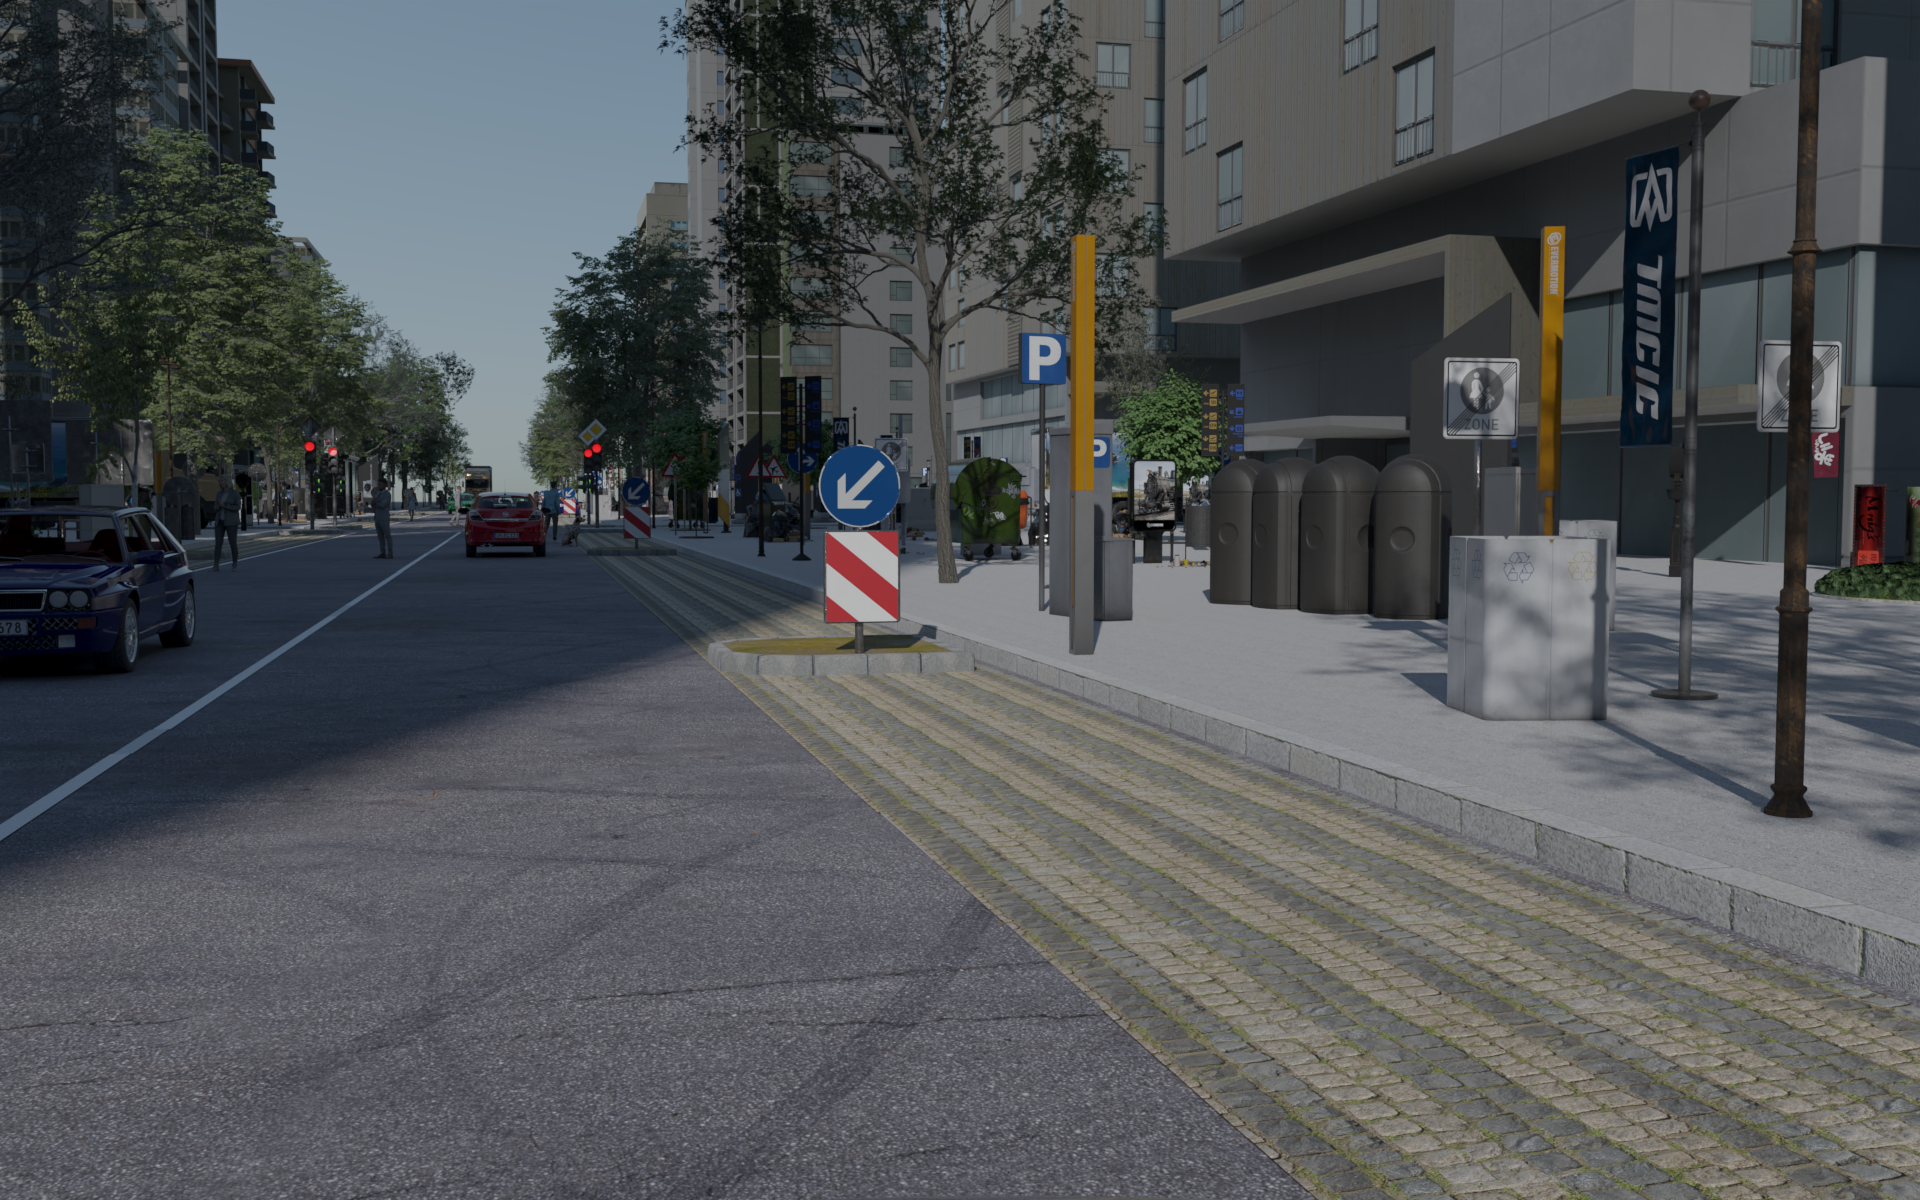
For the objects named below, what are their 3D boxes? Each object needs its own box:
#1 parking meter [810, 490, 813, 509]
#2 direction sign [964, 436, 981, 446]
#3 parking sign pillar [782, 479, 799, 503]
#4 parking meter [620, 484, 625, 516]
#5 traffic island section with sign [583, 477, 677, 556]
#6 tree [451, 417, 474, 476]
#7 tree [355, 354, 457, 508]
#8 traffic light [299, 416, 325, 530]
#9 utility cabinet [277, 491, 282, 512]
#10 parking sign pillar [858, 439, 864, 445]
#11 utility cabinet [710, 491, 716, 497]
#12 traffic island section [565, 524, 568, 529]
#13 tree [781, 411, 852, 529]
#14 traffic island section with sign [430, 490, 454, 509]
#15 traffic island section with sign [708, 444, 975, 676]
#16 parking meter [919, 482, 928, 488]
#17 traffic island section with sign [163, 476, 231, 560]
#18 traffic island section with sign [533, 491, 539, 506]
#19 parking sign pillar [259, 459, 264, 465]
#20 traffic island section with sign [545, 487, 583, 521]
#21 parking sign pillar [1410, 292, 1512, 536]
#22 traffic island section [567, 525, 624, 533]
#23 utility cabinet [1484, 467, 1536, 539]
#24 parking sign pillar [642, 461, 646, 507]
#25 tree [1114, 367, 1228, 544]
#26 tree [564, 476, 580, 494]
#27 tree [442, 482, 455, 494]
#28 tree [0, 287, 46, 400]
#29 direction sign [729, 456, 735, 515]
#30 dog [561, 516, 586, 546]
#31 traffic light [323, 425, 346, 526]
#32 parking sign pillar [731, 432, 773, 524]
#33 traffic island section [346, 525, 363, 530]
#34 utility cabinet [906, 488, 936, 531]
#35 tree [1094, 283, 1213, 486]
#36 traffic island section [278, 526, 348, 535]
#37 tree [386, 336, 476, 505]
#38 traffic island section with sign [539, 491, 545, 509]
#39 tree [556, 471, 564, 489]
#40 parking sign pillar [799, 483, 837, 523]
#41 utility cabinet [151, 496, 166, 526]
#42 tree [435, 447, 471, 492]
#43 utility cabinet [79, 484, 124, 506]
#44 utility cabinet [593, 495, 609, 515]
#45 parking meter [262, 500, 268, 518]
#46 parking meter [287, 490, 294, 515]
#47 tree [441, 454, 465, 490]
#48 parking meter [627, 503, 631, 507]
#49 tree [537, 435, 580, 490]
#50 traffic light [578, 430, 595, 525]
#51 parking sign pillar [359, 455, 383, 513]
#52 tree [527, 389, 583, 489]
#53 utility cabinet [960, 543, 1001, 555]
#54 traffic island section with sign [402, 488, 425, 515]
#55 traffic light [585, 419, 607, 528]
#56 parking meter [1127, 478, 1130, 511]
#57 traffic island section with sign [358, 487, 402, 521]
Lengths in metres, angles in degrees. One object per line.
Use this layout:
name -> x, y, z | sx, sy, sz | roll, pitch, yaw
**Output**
parking meter -> -9.785, -6.520, 115.020 | 0.372, 1.533, 0.369 | 0, 3, 0
direction sign -> 0.485, -4.661, 68.209 | 0.876, 3.537, 0.379 | 3, 5, 42
parking sign pillar -> -10.204, -7.189, 106.019 | 1.447, 3.967, 1.447 | 0, 4, 7
parking meter -> -19.877, -5.878, 101.815 | 0.255, 1.863, 0.399 | 1, 4, 14
traffic island section with sign -> -7.773, -1.967, 40.782 | 1.989, 1.847, 2.006 | -1, 4, -14
tree -> -68.462, -18.607, 229.980 | 9.928, 11.665, 9.643 | 0, 3, 0
tree -> -49.718, -15.190, 155.017 | 9.857, 13.997, 8.962 | 0, 3, 0
traffic light -> -23.286, -4.482, 62.207 | 0.839, 4.253, 0.868 | -1, 4, -14
utility cabinet -> -53.334, -7.781, 135.892 | 1.173, 1.500, 0.318 | -2, 4, -34
parking sign pillar -> -4.522, -5.957, 85.874 | 1.447, 3.967, 1.447 | 2, 4, 32
utility cabinet -> -18.004, -7.192, 126.267 | 1.173, 1.500, 0.318 | -1, 4, -16
traffic island section -> -15.519, -3.075, 72.550 | 2.009, 0.180, 2.903 | -1, 4, -14
tree -> -5.575, -4.938, 64.444 | 4.285, 4.588, 4.351 | 0, 3, 0
traffic island section with sign -> -49.897, -9.653, 166.457 | 1.989, 1.847, 2.006 | -1, 4, -14
traffic island section with sign -> -1.087, -0.364, 14.572 | 1.989, 1.847, 2.006 | -1, 4, -14
parking meter -> -1.826, -4.922, 86.178 | 0.399, 1.863, 0.255 | 2, 4, 32
traffic island section with sign -> -17.139, -1.795, 37.973 | 1.989, 1.847, 2.006 | -1, 4, -14
traffic island section with sign -> -40.516, -9.824, 169.254 | 1.989, 1.847, 2.006 | -1, 4, -14
parking sign pillar -> -52.980, -8.694, 130.615 | 1.447, 3.967, 1.447 | 1, 4, 9
traffic island section with sign -> -21.190, -5.184, 93.385 | 1.989, 1.847, 2.006 | -1, 4, -14
parking sign pillar -> 6.840, -2.153, 23.668 | 1.447, 3.967, 1.447 | 2, 4, 25
traffic island section -> -13.547, -2.601, 64.811 | 2.009, 0.180, 2.903 | -1, 4, -14
utility cabinet -> 4.692, -0.361, 14.578 | 0.318, 1.500, 1.173 | 0, 4, 5
parking sign pillar -> -21.660, -7.970, 118.774 | 1.447, 3.967, 1.447 | 0, 4, 5
tree -> 5.603, -3.750, 45.023 | 4.285, 4.588, 4.351 | 0, 3, 0
tree -> -38.134, -10.818, 171.478 | 1.663, 3.219, 1.824 | 0, 3, 0
tree -> -69.899, -14.766, 236.023 | 1.663, 3.219, 1.824 | 0, 3, 0
tree -> -32.271, -6.512, 56.835 | 4.360, 8.622, 3.978 | 0, 3, 0
direction sign -> -13.711, -6.832, 103.704 | 0.379, 3.537, 0.876 | -3, 4, -37
dog -> -10.782, -1.892, 47.772 | 0.800, 0.831, 0.513 | 2, 4, 32
traffic light -> -25.259, -4.956, 69.946 | 0.839, 4.253, 0.868 | -1, 4, -14
parking sign pillar -> -9.070, -5.236, 74.074 | 1.447, 3.967, 1.447 | 2, 4, 34
traffic island section -> -25.300, -2.923, 70.070 | 2.009, 0.180, 2.903 | -1, 4, -14
utility cabinet -> -1.319, -3.069, 58.853 | 1.173, 1.500, 0.318 | -1, 4, -23
tree -> 6.390, -6.714, 60.138 | 4.360, 8.622, 3.978 | 0, 3, 0
traffic island section -> -23.328, -2.450, 62.332 | 2.009, 0.180, 2.903 | -1, 4, -14
tree -> -65.259, -21.576, 208.649 | 12.611, 20.169, 13.585 | 0, 3, 0
traffic island section with sign -> -28.081, -6.839, 120.445 | 1.989, 1.847, 2.006 | -1, 4, -14
tree -> -57.035, -18.112, 246.500 | 4.737, 8.622, 4.395 | 0, 3, 0
parking sign pillar -> -6.238, -5.465, 77.831 | 1.447, 3.967, 1.447 | -1, 4, -20
utility cabinet -> -28.583, -3.083, 61.571 | 1.020, 1.237, 0.306 | 3, 5, 40
tree -> -86.198, -22.052, 294.966 | 7.601, 10.594, 8.767 | -1, 4, -8
utility cabinet -> -19.308, -1.853, 38.973 | 0.318, 1.500, 1.173 | 1, 4, 8
utility cabinet -> -21.798, -5.759, 105.329 | 1.020, 1.237, 0.306 | 0, 4, 3
parking meter -> -38.633, -5.532, 96.165 | 0.399, 1.863, 0.255 | 1, 4, 13
parking meter -> -37.953, -5.490, 98.166 | 0.372, 1.533, 0.369 | 0, 3, 0
tree -> -80.901, -19.929, 276.197 | 4.737, 8.622, 4.395 | 0, 3, 0
parking meter -> -21.926, -6.522, 115.042 | 0.372, 1.533, 0.369 | 0, 3, 0
tree -> -53.923, -18.960, 235.757 | 9.928, 11.665, 9.643 | 0, 3, 0
traffic light -> -15.561, -5.107, 72.425 | 0.839, 4.253, 0.868 | -1, 4, -14
parking sign pillar -> -40.647, -7.988, 119.074 | 1.447, 3.967, 1.447 | -1, 4, -18
tree -> -40.509, -15.831, 176.960 | 7.486, 12.596, 7.792 | 0, 3, 0
utility cabinet -> 0.448, -1.552, 36.544 | 0.306, 1.237, 1.020 | 3, 5, 42
traffic island section with sign -> -37.636, -6.713, 118.388 | 1.989, 1.847, 2.006 | -1, 4, -14
traffic light -> -13.588, -4.634, 64.687 | 0.839, 4.253, 0.868 | -1, 4, -14
parking meter -> 5.373, -2.920, 53.451 | 0.255, 1.863, 0.399 | -2, 4, -32
traffic island section with sign -> -30.961, -5.110, 92.178 | 1.989, 1.847, 2.006 | -1, 4, -14
